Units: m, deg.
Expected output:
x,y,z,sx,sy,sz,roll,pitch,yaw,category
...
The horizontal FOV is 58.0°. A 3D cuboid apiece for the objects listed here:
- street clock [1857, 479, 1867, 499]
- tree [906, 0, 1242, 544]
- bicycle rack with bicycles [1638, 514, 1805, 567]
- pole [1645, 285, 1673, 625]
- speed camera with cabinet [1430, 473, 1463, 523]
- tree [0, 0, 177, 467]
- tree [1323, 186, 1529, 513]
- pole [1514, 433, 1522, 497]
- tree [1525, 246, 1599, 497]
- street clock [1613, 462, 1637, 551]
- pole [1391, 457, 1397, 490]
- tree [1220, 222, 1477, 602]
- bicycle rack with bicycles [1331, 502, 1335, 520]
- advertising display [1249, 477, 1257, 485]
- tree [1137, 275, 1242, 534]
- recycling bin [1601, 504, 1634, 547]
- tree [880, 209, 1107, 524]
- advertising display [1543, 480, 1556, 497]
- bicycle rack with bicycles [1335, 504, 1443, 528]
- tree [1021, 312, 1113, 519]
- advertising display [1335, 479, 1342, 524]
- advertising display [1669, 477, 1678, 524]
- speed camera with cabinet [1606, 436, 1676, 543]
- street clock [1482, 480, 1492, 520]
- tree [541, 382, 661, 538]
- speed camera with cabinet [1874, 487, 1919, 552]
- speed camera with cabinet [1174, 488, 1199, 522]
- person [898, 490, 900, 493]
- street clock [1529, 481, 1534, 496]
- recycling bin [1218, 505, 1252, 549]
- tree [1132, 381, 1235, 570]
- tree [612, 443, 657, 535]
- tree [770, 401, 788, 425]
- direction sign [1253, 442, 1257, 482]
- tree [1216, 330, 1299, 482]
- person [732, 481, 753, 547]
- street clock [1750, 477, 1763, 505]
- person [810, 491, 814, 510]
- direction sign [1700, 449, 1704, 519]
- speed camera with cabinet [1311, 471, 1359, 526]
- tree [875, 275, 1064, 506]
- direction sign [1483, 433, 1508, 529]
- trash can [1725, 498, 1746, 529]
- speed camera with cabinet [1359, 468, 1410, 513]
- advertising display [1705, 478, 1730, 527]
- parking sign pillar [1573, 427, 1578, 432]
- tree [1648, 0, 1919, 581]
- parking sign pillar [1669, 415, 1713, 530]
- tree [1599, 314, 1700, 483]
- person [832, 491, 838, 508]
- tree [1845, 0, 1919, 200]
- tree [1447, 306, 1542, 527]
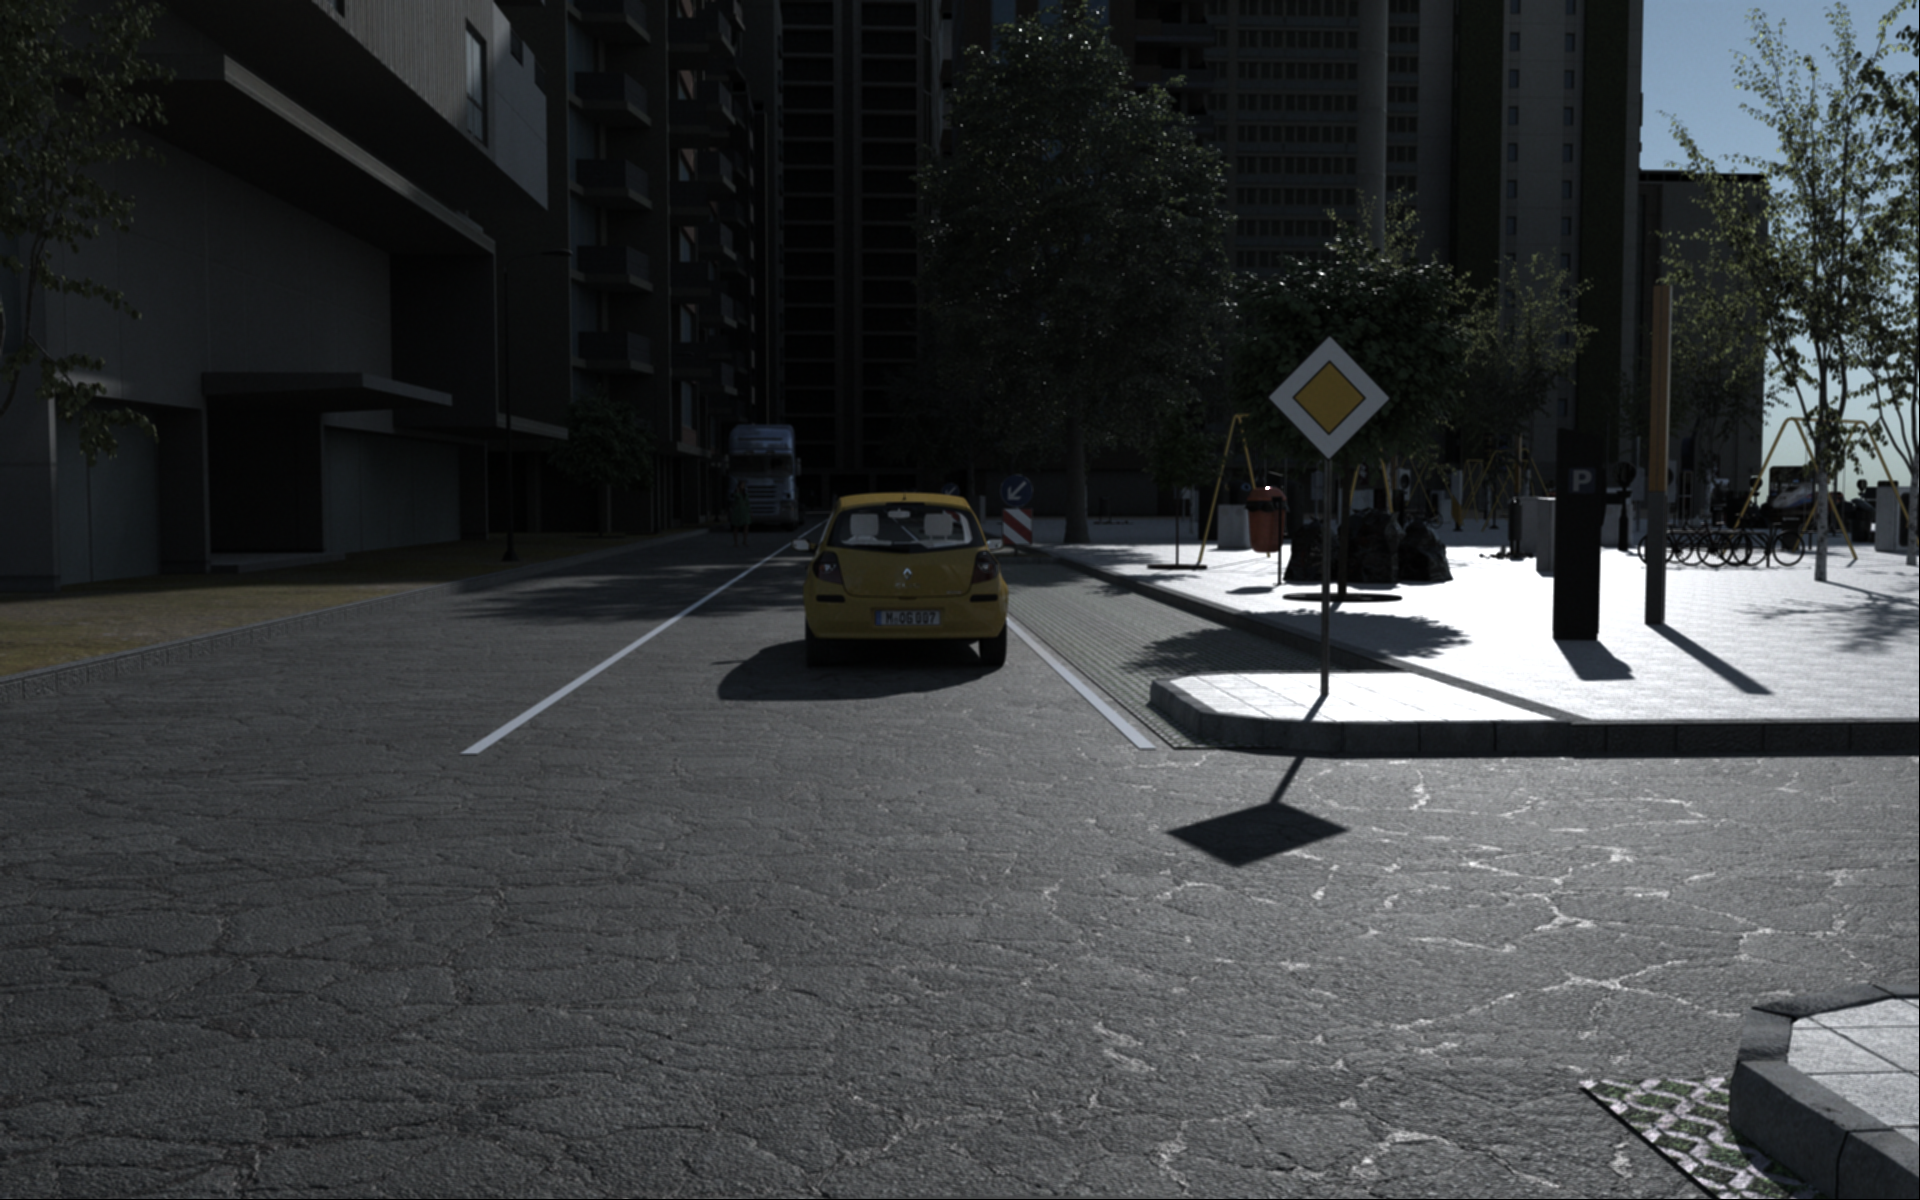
x,y,z,sx,sy,sz,roll,pitch,yaw,category
44.628,-4.964,85.729,0.471,2.002,0.358,-2,4,-26,street clock
3.075,-8.443,44.693,9.857,13.997,8.962,0,3,0,tree
13.638,-1.092,31.231,2.925,0.926,2.852,1,4,14,bicycle rack with bicycles
6.871,-1.418,17.027,0.158,3.312,0.155,0,3,0,pole
21.363,-4.997,76.044,0.660,3.252,2.038,-1,4,-10,speed camera with cabinet
-8.633,-3.946,14.884,4.737,8.622,4.395,0,3,0,tree
10.450,-5.568,41.392,4.360,8.622,3.978,0,3,0,tree
18.639,-3.917,57.892,0.158,3.312,0.155,0,3,0,pole
16.648,-6.178,51.374,4.360,8.622,3.978,0,3,0,tree
15.078,-2.126,39.326,0.471,2.002,0.358,2,4,30,street clock
13.091,-3.572,52.238,0.158,3.312,0.155,0,3,0,pole
4.644,-2.284,21.056,4.285,4.588,4.351,0,3,0,tree
19.299,-4.416,85.578,2.852,0.926,2.925,1,4,18,bicycle rack with bicycles
10.911,-3.628,64.527,0.123,1.923,0.974,1,4,19,advertising display
7.379,-6.443,55.713,4.360,8.622,3.978,0,3,0,tree
16.179,-1.841,42.662,0.722,1.027,0.722,2,4,24,recycling bin
2.210,-9.972,73.411,12.009,13.543,11.850,0,3,0,tree
28.104,-4.700,82.060,0.974,1.923,0.123,0,4,3,advertising display
16.250,-3.158,65.019,2.852,0.926,2.925,-2,4,-29,bicycle rack with bicycles
4.350,-6.911,63.359,4.737,8.622,4.395,0,3,0,tree
16.434,-4.232,74.406,0.123,1.923,0.974,3,5,43,advertising display
25.881,-3.580,63.753,0.974,1.923,0.123,0,4,8,advertising display
17.642,-3.120,45.354,2.038,3.252,0.660,1,4,21,speed camera with cabinet
26.432,-5.035,86.884,0.358,2.002,0.471,-1,4,-18,street clock
-10.537,-4.105,50.826,4.285,4.588,4.351,0,3,0,tree
21.477,-2.710,38.650,2.038,3.252,0.660,-1,4,-18,speed camera with cabinet
10.830,-5.261,80.357,2.038,3.252,0.660,-3,4,-39,speed camera with cabinet
-4.592,-7.513,132.061,1.217,1.743,0.721,-1,4,-20,person
28.162,-4.971,85.840,0.358,2.002,0.471,-2,4,-35,street clock
6.557,-1.741,41.018,0.722,1.027,0.722,2,4,29,recycling bin
3.741,-2.145,29.665,1.663,3.219,1.824,0,3,0,tree
-10.098,-3.694,54.994,1.663,3.219,1.824,0,3,0,tree
-15.270,-11.194,133.379,4.360,8.622,3.978,0,3,0,tree
10.399,-4.228,61.128,0.379,3.537,0.876,1,4,17,direction sign
12.802,-7.565,74.049,4.737,8.622,4.395,0,3,0,tree
-5.930,-2.336,46.948,0.600,1.795,0.529,-3,5,-43,person
33.946,-4.241,73.903,0.471,2.002,0.358,-1,4,-12,street clock
-13.527,-9.045,157.116,0.721,1.736,1.217,-1,4,-10,person
37.467,-5.854,87.717,0.379,3.537,0.876,0,4,5,direction sign
15.168,-4.601,69.554,2.038,3.252,0.660,1,4,17,speed camera with cabinet
0.428,-10.412,87.247,9.611,12.733,9.660,0,3,0,tree
19.745,-4.399,63.913,0.876,3.537,0.379,0,3,0,direction sign
28.588,-3.194,63.871,0.748,1.137,0.748,0,3,0,trash can
15.068,-4.082,61.077,2.038,3.252,0.660,-3,5,-41,speed camera with cabinet
29.478,-3.804,67.413,0.974,1.923,0.123,0,4,-7,advertising display
24.922,-4.999,70.200,1.447,3.967,1.447,0,4,7,parking sign pillar
12.506,-4.589,25.395,4.360,8.622,3.978,0,3,0,tree
24.848,-4.305,58.865,1.447,3.967,1.447,2,4,33,parking sign pillar
28.787,-7.417,71.636,4.737,8.622,4.395,0,3,0,tree
-11.734,-9.354,162.107,0.621,1.740,0.551,2,4,25,person
10.568,-3.993,15.641,4.737,8.622,4.395,0,3,0,tree
20.517,-7.134,67.009,4.737,8.622,4.395,0,3,0,tree
